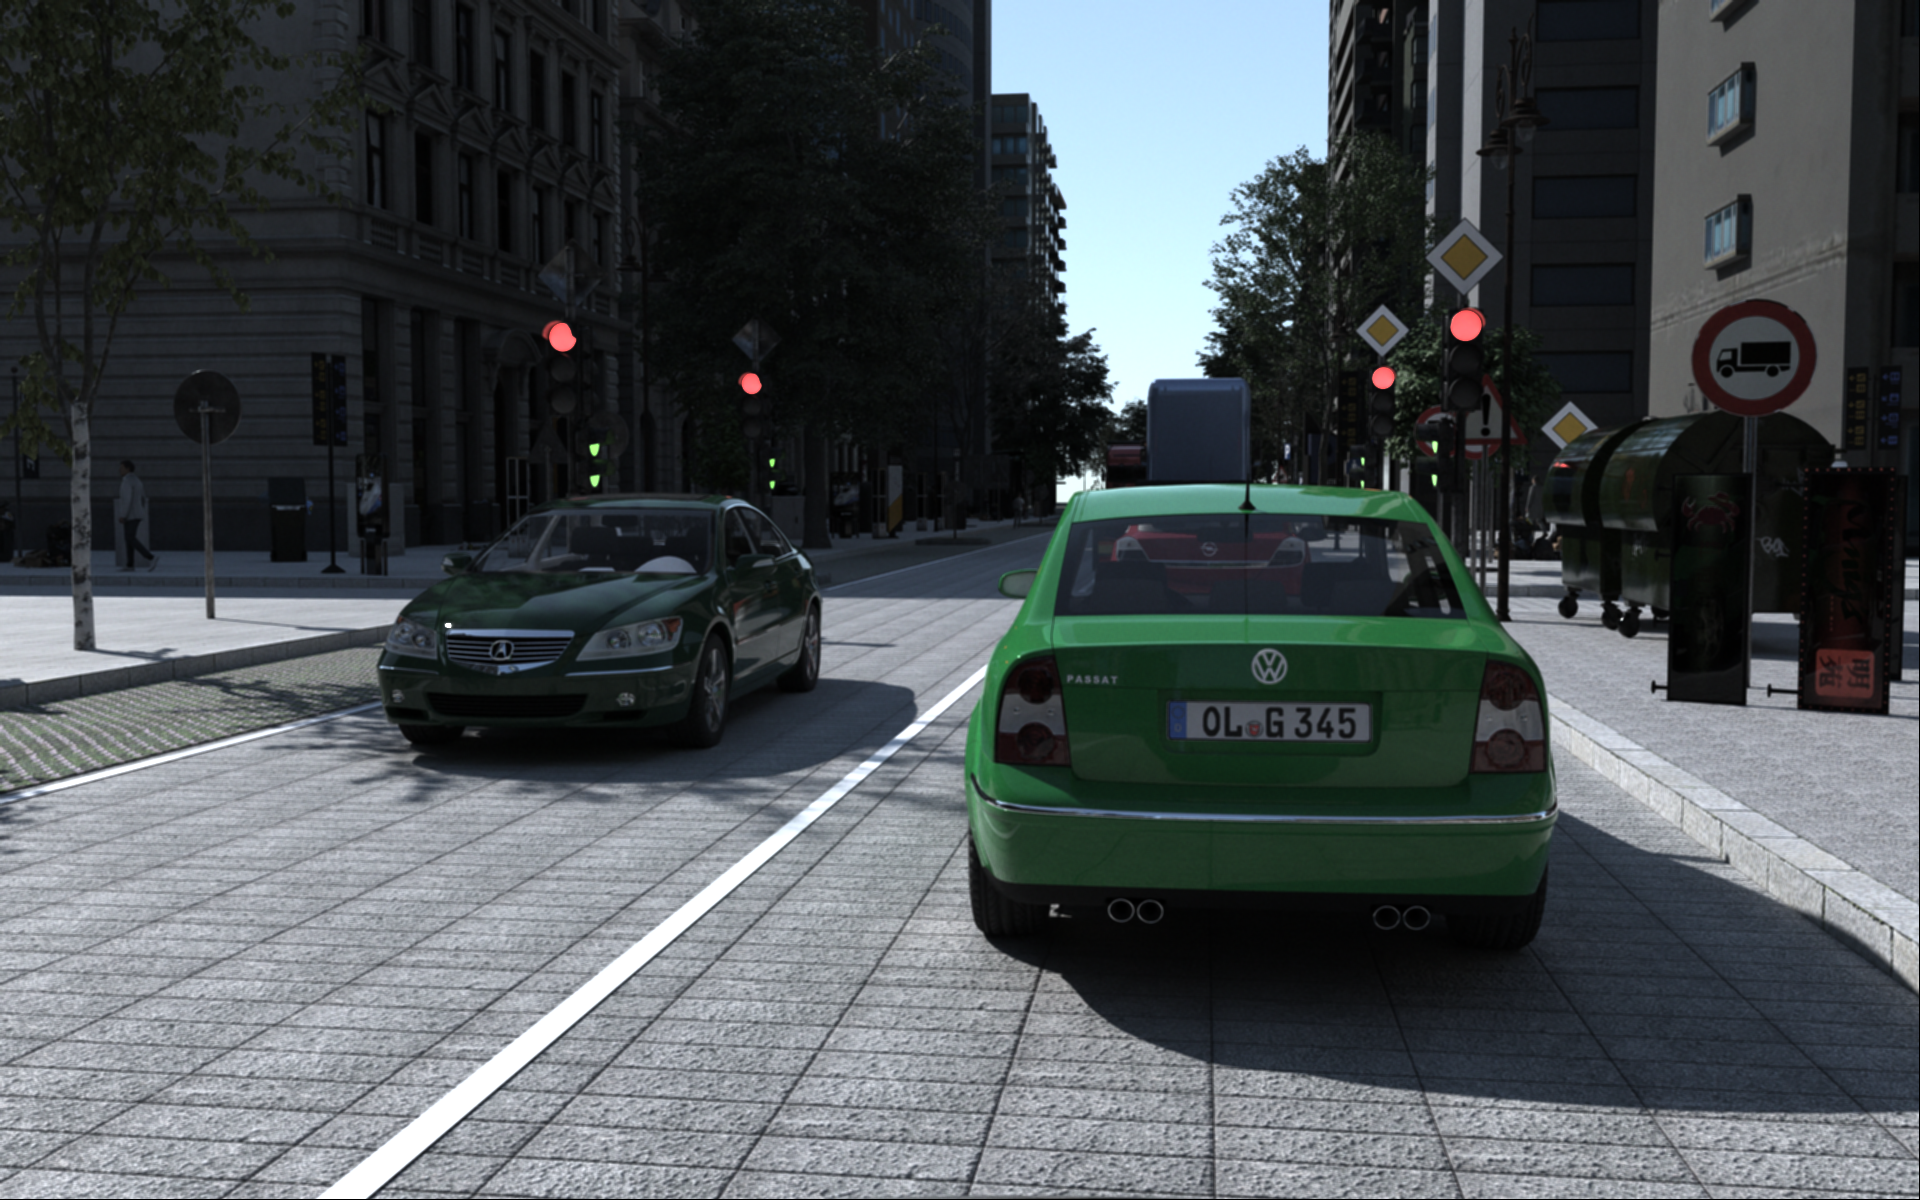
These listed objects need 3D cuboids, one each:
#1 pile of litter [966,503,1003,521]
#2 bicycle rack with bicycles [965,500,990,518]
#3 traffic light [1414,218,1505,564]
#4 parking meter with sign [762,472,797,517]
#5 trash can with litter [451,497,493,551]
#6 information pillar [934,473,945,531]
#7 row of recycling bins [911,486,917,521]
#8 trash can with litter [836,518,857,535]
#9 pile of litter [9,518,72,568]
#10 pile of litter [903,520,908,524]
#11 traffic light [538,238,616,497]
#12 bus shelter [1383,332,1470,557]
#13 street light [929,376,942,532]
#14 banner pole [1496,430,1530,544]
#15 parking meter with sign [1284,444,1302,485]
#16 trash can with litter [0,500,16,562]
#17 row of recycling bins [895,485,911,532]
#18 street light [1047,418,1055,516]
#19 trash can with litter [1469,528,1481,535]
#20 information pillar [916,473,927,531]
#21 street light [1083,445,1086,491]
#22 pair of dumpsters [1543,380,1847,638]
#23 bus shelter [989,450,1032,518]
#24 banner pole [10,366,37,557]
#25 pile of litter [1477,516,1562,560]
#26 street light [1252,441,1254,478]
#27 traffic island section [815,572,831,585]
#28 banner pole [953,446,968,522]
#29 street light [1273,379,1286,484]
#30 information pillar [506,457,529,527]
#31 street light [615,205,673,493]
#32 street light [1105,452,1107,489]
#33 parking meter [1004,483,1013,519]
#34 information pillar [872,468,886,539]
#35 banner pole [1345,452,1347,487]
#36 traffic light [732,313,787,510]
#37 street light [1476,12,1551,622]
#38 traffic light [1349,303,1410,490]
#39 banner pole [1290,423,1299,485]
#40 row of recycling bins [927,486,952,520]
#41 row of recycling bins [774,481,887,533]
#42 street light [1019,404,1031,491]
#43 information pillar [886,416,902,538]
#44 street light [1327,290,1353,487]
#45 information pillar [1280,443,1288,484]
[{"bbox_3d":[1.396,-4.225,83.045,1.719,0.858,1.176,-3,5,-40],"label":"pile of litter"},{"bbox_3d":[0.647,-5.202,98.438,2.925,0.926,2.852,-2,4,-31],"label":"bicycle rack with bicycles"},{"bbox_3d":[5.122,-1.766,17.793,0.839,4.253,0.868,0,4,8],"label":"traffic light"},{"bbox_3d":[-6.001,-3.879,59.684,1.738,3.016,0.543,0,4,-2],"label":"parking meter with sign"},{"bbox_3d":[-10.632,-1.764,39.894,2.233,1.210,1.678,-1,4,-20],"label":"trash can with litter"},{"bbox_3d":[-0.720,-3.457,61.015,0.304,2.012,0.304,1,4,11],"label":"information pillar"},{"bbox_3d":[-3.848,-4.576,81.928,3.534,1.692,1.069,0,4,-1],"label":"row of recycling bins"},{"bbox_3d":[-3.601,-2.627,54.336,0.624,1.170,1.055,-2,4,-28],"label":"trash can with litter"},{"bbox_3d":[-16.206,-1.020,30.644,1.176,0.858,1.719,0,4,-8],"label":"pile of litter"},{"bbox_3d":[-3.089,-3.651,73.657,1.719,0.858,1.176,2,4,23],"label":"pile of litter"},{"bbox_3d":[-4.252,-1.844,19.073,0.839,4.253,0.868,0,4,8],"label":"traffic light"},{"bbox_3d":[10.634,-3.778,39.409,2.179,5.291,8.768,0,4,8],"label":"bus shelter"},{"bbox_3d":[-0.818,-5.256,58.730,0.468,5.910,1.993,0,4,8],"label":"street light"},{"bbox_3d":[13.933,-3.279,43.628,0.863,3.779,0.401,2,4,29],"label":"banner pole"},{"bbox_3d":[12.181,-3.909,60.175,1.738,3.016,0.543,-1,4,-11],"label":"parking meter with sign"},{"bbox_3d":[-18.262,-1.286,32.411,1.055,1.170,0.624,-1,4,-20],"label":"trash can with litter"},{"bbox_3d":[-2.710,-3.263,60.455,1.069,1.692,3.534,-1,4,-15],"label":"row of recycling bins"},{"bbox_3d":[5.474,-7.996,103.521,0.468,5.910,1.993,0,4,8],"label":"street light"},{"bbox_3d":[15.504,-2.664,54.614,1.678,1.210,2.233,-1,4,-14],"label":"trash can with litter"},{"bbox_3d":[-1.332,-3.425,60.488,0.304,2.012,0.304,1,4,16],"label":"information pillar"},{"bbox_3d":[9.674,-9.885,134.399,0.468,5.910,1.993,0,4,8],"label":"street light"},{"bbox_3d":[6.544,-0.814,15.795,1.574,2.255,4.437,0,4,8],"label":"pair of dumpsters"},{"bbox_3d":[2.804,-6.347,95.061,1.731,3.624,6.357,0,4,8],"label":"bus shelter"},{"bbox_3d":[-18.501,-2.707,34.282,0.401,3.779,0.863,1,4,9],"label":"banner pole"},{"bbox_3d":[10.975,-1.218,33.878,1.719,0.858,1.176,2,4,31],"label":"pile of litter"},{"bbox_3d":[19.018,-8.663,114.424,0.468,5.910,1.993,0,4,8],"label":"street light"},{"bbox_3d":[-3.192,-0.296,27.122,2.009,0.180,2.903,0,4,8],"label":"traffic island section"},{"bbox_3d":[0.005,-5.493,79.828,0.863,3.779,0.401,-3,4,-37],"label":"banner pole"},{"bbox_3d":[12.809,-5.919,69.564,0.468,5.910,1.993,0,4,8],"label":"street light"},{"bbox_3d":[-8.869,-1.851,34.752,0.304,2.012,0.304,2,4,32],"label":"information pillar"},{"bbox_3d":[-5.093,-3.383,28.093,0.468,5.910,1.993,0,4,8],"label":"street light"},{"bbox_3d":[13.890,-11.753,164.942,0.468,5.910,1.993,0,4,8],"label":"street light"},{"bbox_3d":[2.494,-5.116,89.358,0.399,1.863,0.255,3,5,42],"label":"parking meter"},{"bbox_3d":[-2.311,-2.754,49.518,0.304,2.012,0.304,-3,5,-42],"label":"information pillar"},{"bbox_3d":[17.776,-5.486,79.712,0.401,3.779,0.863,1,4,15],"label":"banner pole"},{"bbox_3d":[-3.154,-2.328,26.982,0.839,4.253,0.868,0,4,8],"label":"traffic light"},{"bbox_3d":[5.472,-2.722,17.291,0.468,5.910,1.993,0,4,8],"label":"street light"},{"bbox_3d":[6.220,-2.250,25.702,0.839,4.253,0.868,0,4,8],"label":"traffic light"},{"bbox_3d":[11.817,-4.361,61.324,0.401,3.779,0.863,2,4,33],"label":"banner pole"},{"bbox_3d":[-2.163,-4.868,86.708,3.534,1.692,1.069,0,4,7],"label":"row of recycling bins"},{"bbox_3d":[-4.335,-3.050,56.988,3.534,1.692,1.069,-1,4,-19],"label":"row of recycling bins"},{"bbox_3d":[3.318,-7.096,88.799,0.468,5.910,1.993,0,4,8],"label":"street light"},{"bbox_3d":[-1.902,-3.599,50.195,0.504,3.616,0.183,-3,4,-37],"label":"information pillar"},{"bbox_3d":[8.635,-4.080,39.500,0.468,5.910,1.993,0,4,8],"label":"street light"},{"bbox_3d":[14.774,-5.361,79.009,0.504,3.616,0.183,-2,4,-32],"label":"information pillar"}]
